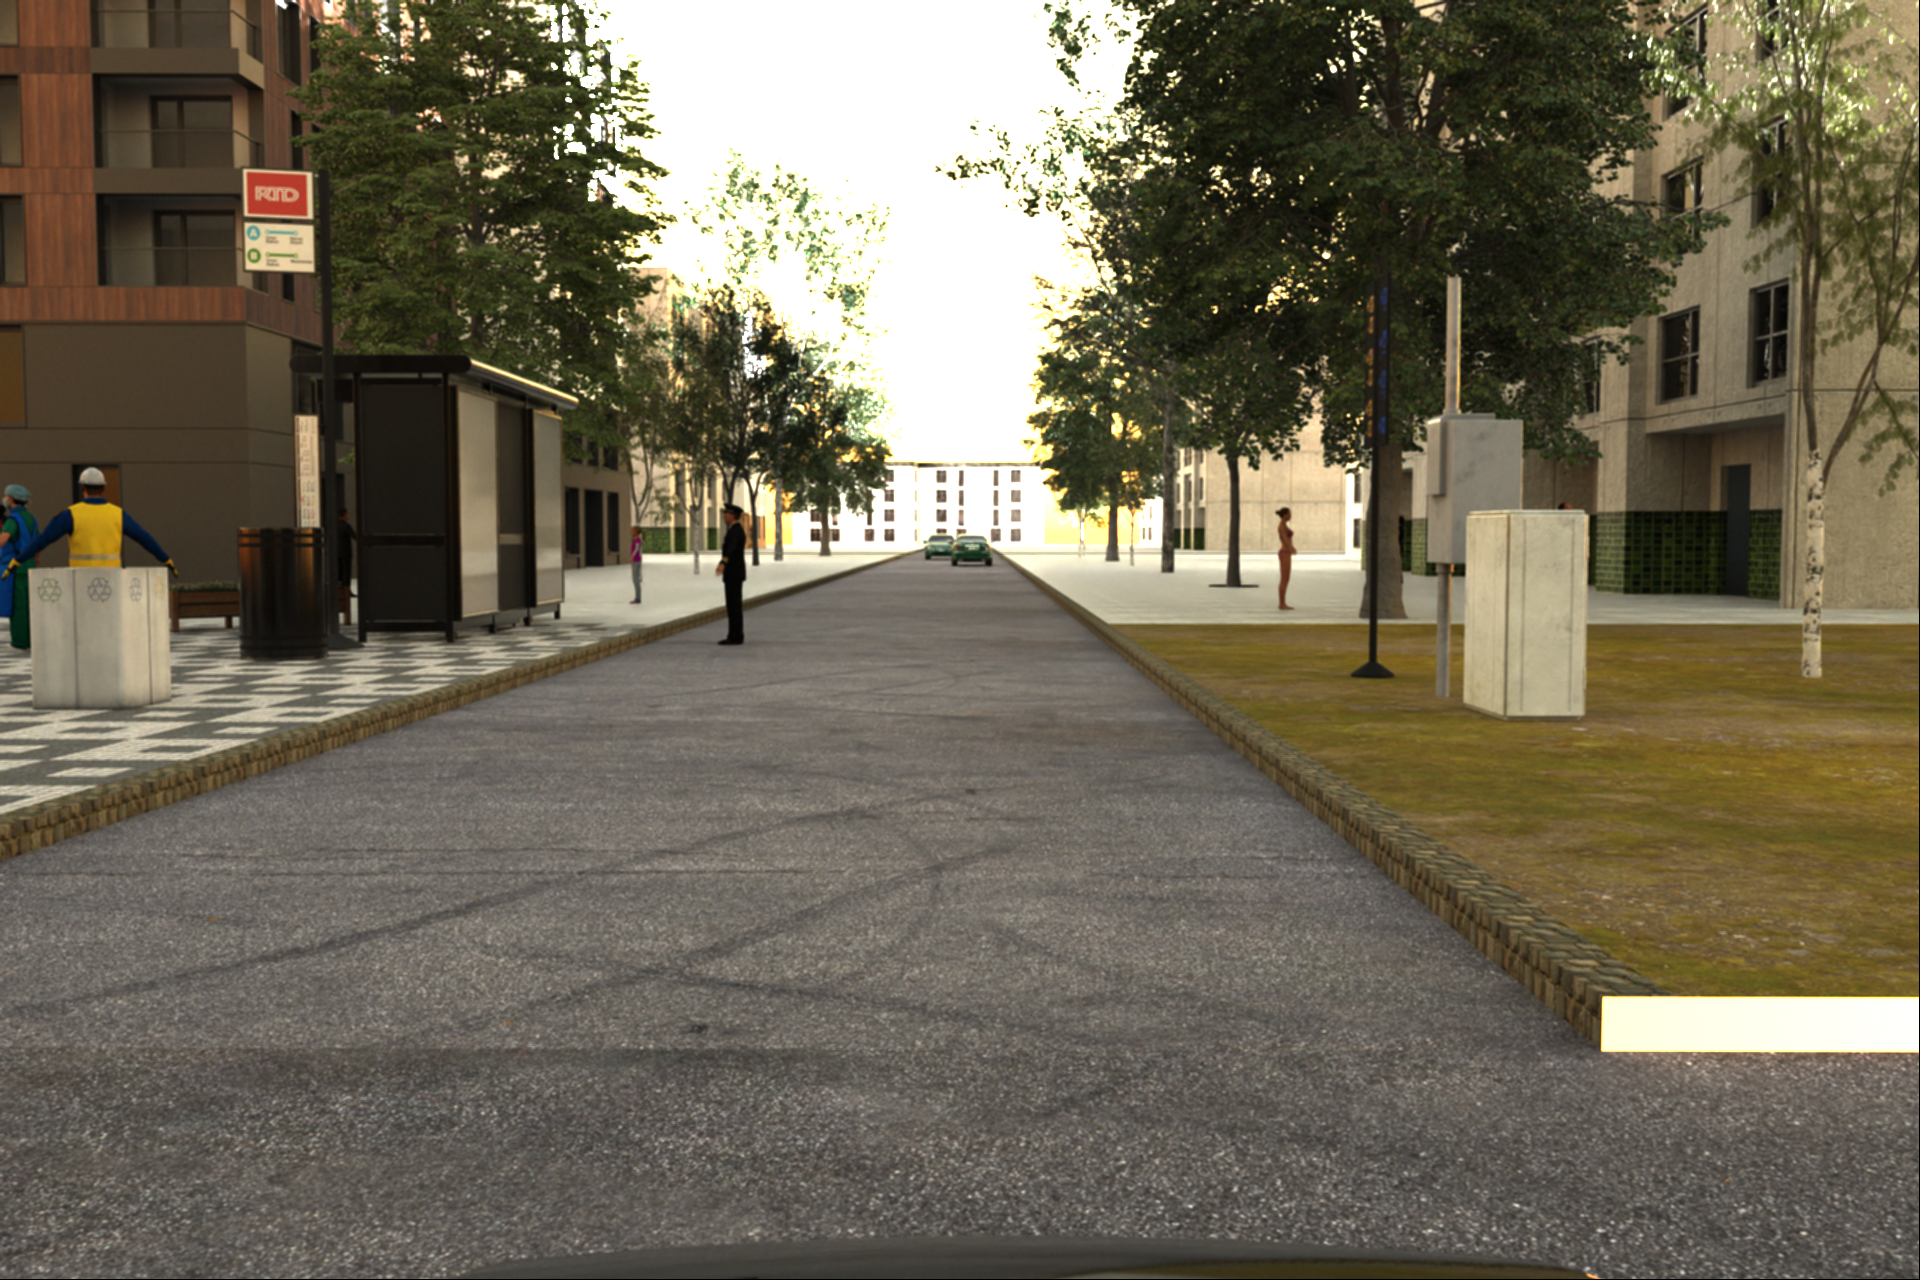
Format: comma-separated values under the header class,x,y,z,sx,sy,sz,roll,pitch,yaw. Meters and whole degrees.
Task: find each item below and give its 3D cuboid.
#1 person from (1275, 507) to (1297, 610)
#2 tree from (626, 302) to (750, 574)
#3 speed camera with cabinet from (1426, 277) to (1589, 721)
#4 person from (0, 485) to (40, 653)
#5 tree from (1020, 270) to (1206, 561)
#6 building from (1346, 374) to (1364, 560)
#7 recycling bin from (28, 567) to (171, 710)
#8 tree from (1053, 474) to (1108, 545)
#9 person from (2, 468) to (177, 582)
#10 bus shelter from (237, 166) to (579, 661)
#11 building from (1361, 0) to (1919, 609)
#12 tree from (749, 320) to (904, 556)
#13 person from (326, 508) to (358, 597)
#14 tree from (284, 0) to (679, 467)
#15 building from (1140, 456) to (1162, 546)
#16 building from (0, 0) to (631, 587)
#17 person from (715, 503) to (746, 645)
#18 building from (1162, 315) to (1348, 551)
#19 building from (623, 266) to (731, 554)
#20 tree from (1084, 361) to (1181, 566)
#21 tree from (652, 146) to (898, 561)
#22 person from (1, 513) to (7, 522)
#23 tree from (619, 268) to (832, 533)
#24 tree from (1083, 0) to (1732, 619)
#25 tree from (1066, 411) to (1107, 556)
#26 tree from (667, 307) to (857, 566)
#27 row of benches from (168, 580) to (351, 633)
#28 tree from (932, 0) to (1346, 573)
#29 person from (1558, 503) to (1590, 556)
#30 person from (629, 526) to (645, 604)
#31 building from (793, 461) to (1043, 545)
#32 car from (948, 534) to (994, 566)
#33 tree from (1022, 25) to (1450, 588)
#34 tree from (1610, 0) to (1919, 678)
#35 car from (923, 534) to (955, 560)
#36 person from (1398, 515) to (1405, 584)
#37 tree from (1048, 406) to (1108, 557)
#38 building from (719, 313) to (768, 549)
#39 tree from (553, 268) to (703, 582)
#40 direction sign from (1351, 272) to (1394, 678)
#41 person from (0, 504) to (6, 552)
class,x,y,z,sx,sy,sz,roll,pitch,yaw
person,5.610,-1.388,29.492,0.721,1.733,1.217,0,4,6
tree,-8.310,-6.380,54.679,4.360,8.622,3.978,0,3,0
speed camera with cabinet,4.003,-1.127,12.765,0.660,3.252,2.038,0,4,0
person,-10.257,-0.776,18.812,0.704,1.817,1.347,0,4,-5
tree,7.148,-10.696,81.535,9.857,13.997,8.962,0,3,0
building,24.229,-8.129,75.049,9.099,9.664,28.070,0,4,0
recycling bin,-6.422,-0.025,12.959,0.722,1.027,0.722,0,4,2
tree,14.551,-17.326,201.405,7.486,12.596,7.792,0,3,0
person,-7.234,-0.520,14.478,1.349,1.833,0.705,-3,5,-39
bus shelter,-6.788,-2.697,21.731,2.179,5.291,8.768,0,4,-1
building,22.496,-10.901,44.695,16.747,18.905,31.486,0,3,0
tree,-8.010,-11.941,101.882,9.857,13.997,8.962,0,3,0
person,-12.454,-1.765,35.085,1.346,1.802,0.704,2,4,33
tree,-8.732,-6.937,31.544,7.486,12.596,7.792,0,3,0
building,24.595,-14.536,179.815,9.099,9.664,28.070,0,3,0
building,-27.899,-13.067,57.623,27.936,21.610,32.646,0,4,-1
person,-2.972,-0.864,22.523,0.705,1.837,1.347,0,4,0
building,27.254,-17.166,147.128,16.747,18.905,31.486,0,4,1
building,-27.680,-16.144,130.414,16.747,18.905,31.486,0,4,0
tree,6.932,-7.299,69.709,4.360,8.622,3.978,0,3,0
tree,-8.967,-13.973,84.349,12.611,20.169,13.585,0,3,0
person,-21.444,-2.018,38.781,1.354,1.856,0.705,1,4,14
tree,-8.425,-7.795,61.856,8.767,10.594,7.601,1,4,8
tree,6.520,-7.304,26.082,9.857,13.997,8.962,0,3,0
tree,7.357,-9.314,102.642,4.360,8.622,3.978,0,3,0
tree,-8.250,-8.320,70.444,8.767,10.594,7.601,0,4,4
row of benches,-10.152,-0.462,23.009,1.422,0.672,4.104,3,5,41
tree,5.576,-12.346,57.741,12.611,20.169,13.585,0,3,0
person,10.011,-1.370,28.669,1.348,1.796,0.705,-3,5,-44
person,-6.034,-1.388,31.956,0.599,1.433,0.991,-1,4,-9
building,-4.671,-15.585,199.423,28.070,9.664,9.099,1,4,8
car,0.525,-4.107,78.946,2.131,1.459,4.920,0,4,-1
tree,6.624,-8.018,41.469,12.009,13.543,11.850,0,3,0
tree,7.511,-3.983,15.487,4.360,8.622,3.978,0,3,0
car,-1.036,-5.301,98.462,2.131,1.459,4.920,0,4,0
person,10.745,-2.206,42.791,0.721,1.740,1.216,1,4,22
tree,6.864,-8.897,95.825,4.737,8.622,4.395,0,3,0
building,-23.050,-17.898,149.047,16.016,20.090,11.380,0,4,0
tree,-8.512,-5.879,46.482,4.360,8.622,3.978,0,3,0
direction sign,3.714,-1.436,15.479,0.379,3.537,0.876,0,4,1
person,-17.561,-1.561,31.671,1.345,1.843,0.704,0,4,6
